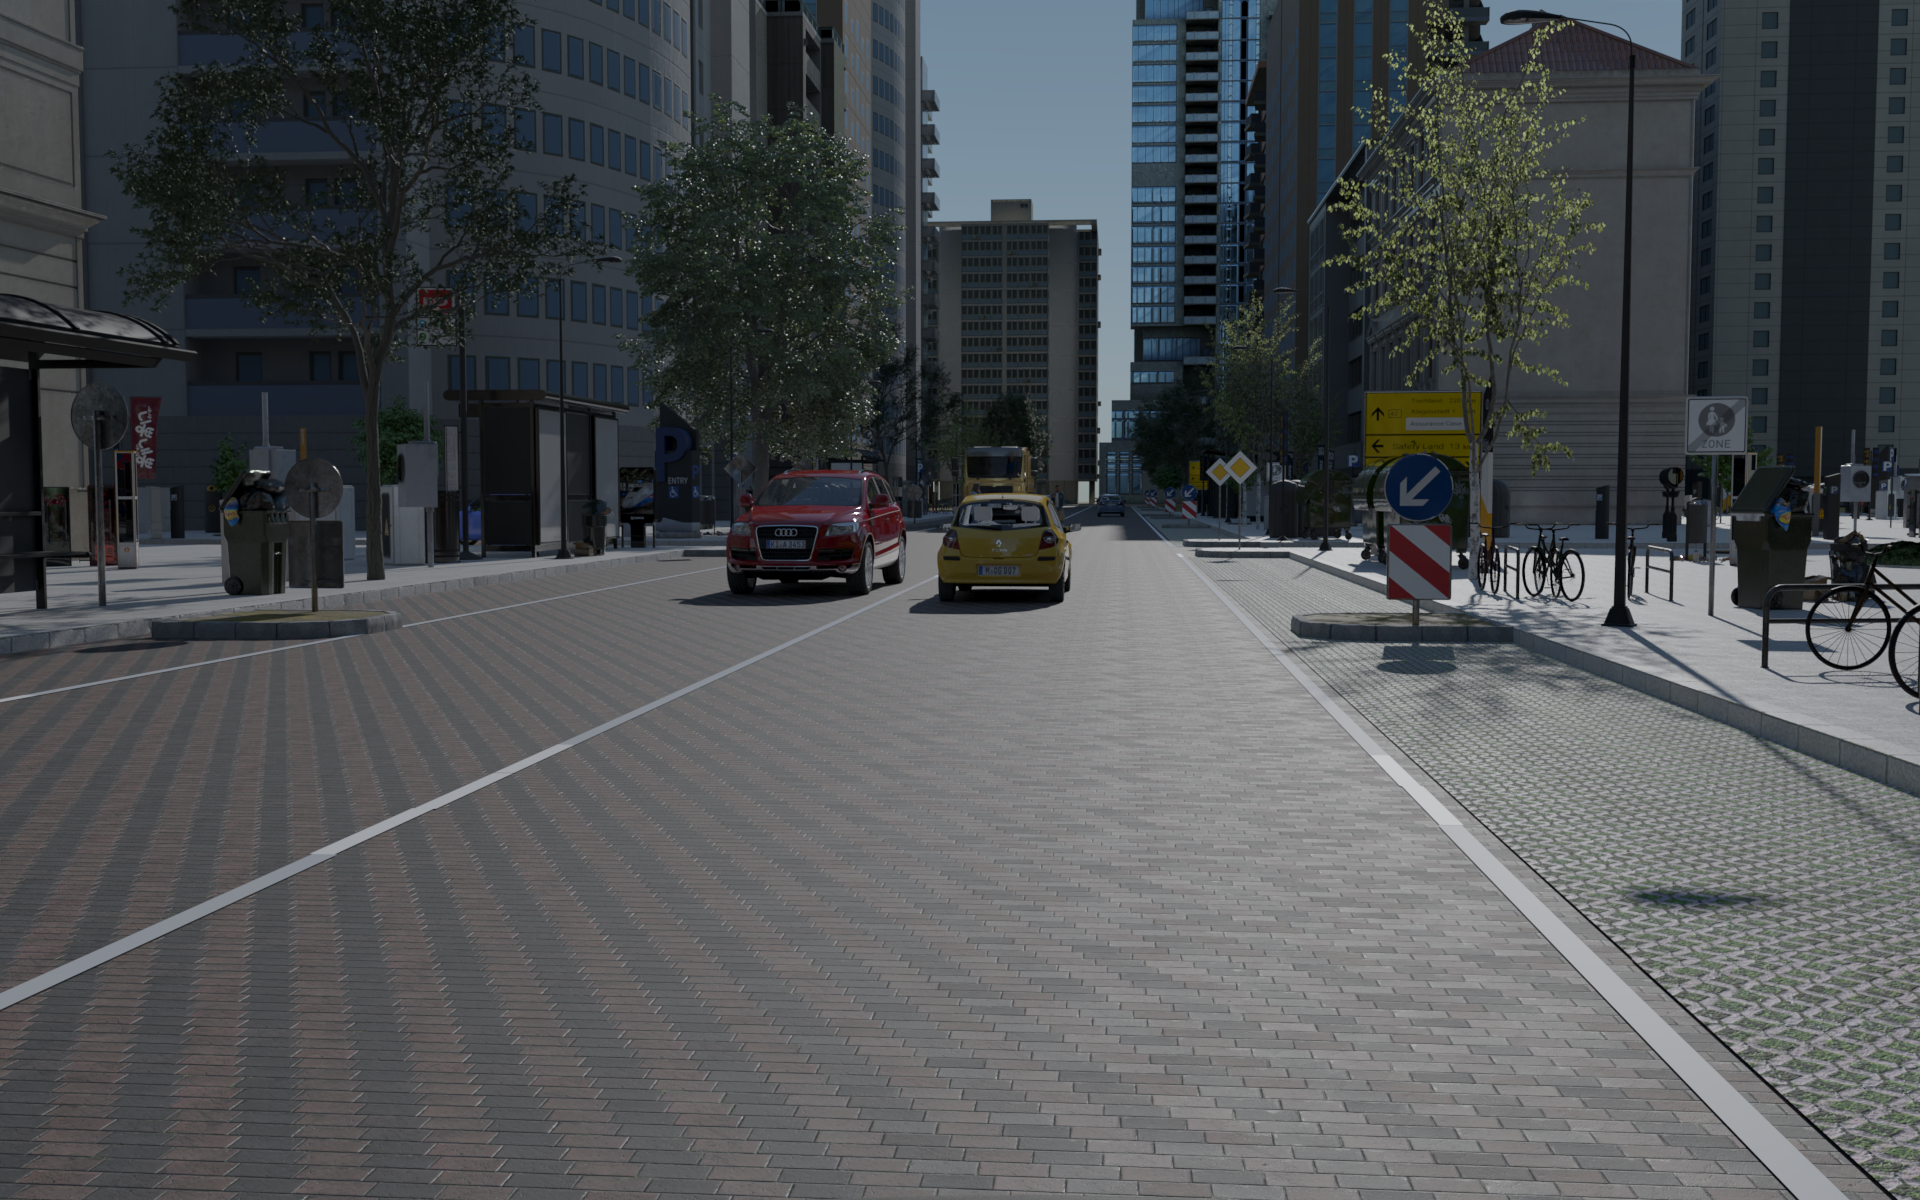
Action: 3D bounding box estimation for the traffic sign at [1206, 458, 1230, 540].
[{"bbox_3d":[7.176,-2.704,47.858,0.795,2.450,0.064,0,4,5],"label":"traffic sign"}]

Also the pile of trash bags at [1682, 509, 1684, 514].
[{"bbox_3d":[46.486,-6.308,112.884,1.912,1.369,3.447,0,4,-2],"label":"pile of trash bags"}]

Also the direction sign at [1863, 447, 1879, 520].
[{"bbox_3d":[44.384,-5.654,84.445,0.379,3.537,0.876,-1,4,-20],"label":"direction sign"}]

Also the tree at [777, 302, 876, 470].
[{"bbox_3d":[-5.424,-6.979,64.462,4.737,8.622,4.395,0,3,0],"label":"tree"}]

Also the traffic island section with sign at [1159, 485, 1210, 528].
[{"bbox_3d":[9.489,-3.922,72.758,1.989,1.847,2.006,0,4,5],"label":"traffic island section with sign"}]

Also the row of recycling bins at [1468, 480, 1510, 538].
[{"bbox_3d":[15.493,-2.760,52.238,1.069,1.692,3.534,-1,4,-8],"label":"row of recycling bins"}]

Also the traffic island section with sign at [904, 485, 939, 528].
[{"bbox_3d":[-1.909,-3.966,73.478,1.989,1.847,2.006,0,4,5],"label":"traffic island section with sign"}]

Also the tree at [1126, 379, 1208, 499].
[{"bbox_3d":[23.360,-17.582,194.123,9.857,13.997,8.962,0,3,0],"label":"tree"}]

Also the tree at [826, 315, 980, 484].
[{"bbox_3d":[-3.568,-9.348,87.249,8.767,10.594,7.601,0,3,0],"label":"tree"}]

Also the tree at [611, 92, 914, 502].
[{"bbox_3d":[-6.386,-9.154,56.317,9.857,13.997,8.962,0,3,0],"label":"tree"}]

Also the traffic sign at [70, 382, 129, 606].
[{"bbox_3d":[-9.835,-1.204,19.788,0.768,2.556,0.104,1,4,14],"label":"traffic sign"}]

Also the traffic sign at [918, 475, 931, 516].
[{"bbox_3d":[-2.088,-6.191,102.404,0.795,2.450,0.064,0,4,8],"label":"traffic sign"}]

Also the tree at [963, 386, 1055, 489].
[{"bbox_3d":[5.407,-16.340,184.174,9.611,12.733,9.660,0,3,0],"label":"tree"}]

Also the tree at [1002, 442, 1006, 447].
[{"bbox_3d":[1.585,-11.822,143.644,4.737,8.622,4.395,0,3,0],"label":"tree"}]

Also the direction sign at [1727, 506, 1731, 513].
[{"bbox_3d":[51.497,-7.575,115.844,0.379,3.537,0.876,0,4,-7],"label":"direction sign"}]

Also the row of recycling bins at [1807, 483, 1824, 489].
[{"bbox_3d":[39.497,-4.441,79.730,1.069,1.692,3.534,1,4,18],"label":"row of recycling bins"}]

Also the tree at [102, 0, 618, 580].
[{"bbox_3d":[-8.888,-5.558,25.289,8.767,10.594,7.601,1,4,21],"label":"tree"}]

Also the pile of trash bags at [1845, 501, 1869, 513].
[{"bbox_3d":[60.341,-6.502,116.062,1.912,1.369,3.447,2,4,26],"label":"pile of trash bags"}]

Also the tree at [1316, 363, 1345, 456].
[{"bbox_3d":[19.036,-8.891,95.723,4.737,8.622,4.395,0,3,0],"label":"tree"}]

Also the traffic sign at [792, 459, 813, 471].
[{"bbox_3d":[-4.468,-2.771,48.944,0.795,2.450,0.064,0,4,5],"label":"traffic sign"}]

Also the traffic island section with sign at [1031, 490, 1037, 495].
[{"bbox_3d":[7.667,-10.343,177.730,1.989,1.847,2.006,0,4,5],"label":"traffic island section with sign"}]

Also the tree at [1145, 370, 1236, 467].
[{"bbox_3d":[17.316,-12.001,130.622,7.601,10.594,8.767,-2,4,-25],"label":"tree"}]

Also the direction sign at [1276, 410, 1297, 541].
[{"bbox_3d":[8.843,-3.387,47.369,0.379,3.537,0.876,0,4,-2],"label":"direction sign"}]

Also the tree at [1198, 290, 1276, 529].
[{"bbox_3d":[11.185,-6.910,63.344,4.360,8.622,3.978,0,3,0],"label":"tree"}]

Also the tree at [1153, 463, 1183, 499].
[{"bbox_3d":[20.605,-11.474,171.307,4.285,4.588,4.351,0,3,0],"label":"tree"}]

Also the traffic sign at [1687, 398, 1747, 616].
[{"bbox_3d":[7.930,-0.984,18.224,0.606,2.300,0.079,1,4,13],"label":"traffic sign"}]

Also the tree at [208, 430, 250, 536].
[{"bbox_3d":[-22.312,-3.561,52.829,1.663,3.219,1.824,0,3,0],"label":"tree"}]

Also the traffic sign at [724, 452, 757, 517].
[{"bbox_3d":[-5.198,-2.284,40.992,0.795,2.450,0.064,0,4,5],"label":"traffic sign"}]

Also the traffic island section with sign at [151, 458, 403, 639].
[{"bbox_3d":[-6.996,-0.581,18.120,1.989,1.847,2.006,0,4,5],"label":"traffic island section with sign"}]

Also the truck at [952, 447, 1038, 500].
[{"bbox_3d":[1.681,-4.736,73.359,3.469,3.379,9.791,0,4,5],"label":"truck"}]

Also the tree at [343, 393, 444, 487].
[{"bbox_3d":[-18.220,-4.429,56.132,4.285,4.588,4.351,0,3,0],"label":"tree"}]

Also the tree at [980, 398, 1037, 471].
[{"bbox_3d":[4.076,-14.278,167.859,7.601,10.594,8.767,2,4,28],"label":"tree"}]

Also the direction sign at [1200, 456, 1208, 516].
[{"bbox_3d":[14.392,-6.746,102.296,0.379,3.537,0.876,3,4,38],"label":"direction sign"}]

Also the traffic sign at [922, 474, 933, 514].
[{"bbox_3d":[-2.090,-6.605,108.095,0.768,2.556,0.104,1,4,10],"label":"traffic sign"}]

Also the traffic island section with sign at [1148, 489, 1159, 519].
[{"bbox_3d":[11.956,-5.564,99.600,1.989,1.847,2.006,0,4,5],"label":"traffic island section with sign"}]

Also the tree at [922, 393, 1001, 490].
[{"bbox_3d":[-0.511,-10.578,123.304,4.737,8.622,4.395,0,3,0],"label":"tree"}]

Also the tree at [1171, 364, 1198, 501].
[{"bbox_3d":[13.232,-8.169,83.920,4.360,8.622,3.978,0,3,0],"label":"tree"}]

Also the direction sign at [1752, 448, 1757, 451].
[{"bbox_3d":[39.081,-5.750,86.016,0.379,3.537,0.876,-3,4,-38],"label":"direction sign"}]

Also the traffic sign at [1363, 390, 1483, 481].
[{"bbox_3d":[9.075,-2.456,34.026,2.265,3.308,0.079,1,4,9],"label":"traffic sign"}]

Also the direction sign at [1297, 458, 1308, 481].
[{"bbox_3d":[21.745,-7.227,110.154,0.876,3.537,0.379,3,5,43],"label":"direction sign"}]

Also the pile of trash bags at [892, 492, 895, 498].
[{"bbox_3d":[-4.205,-4.622,85.322,1.912,1.369,3.447,2,4,29],"label":"pile of trash bags"}]

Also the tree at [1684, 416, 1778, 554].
[{"bbox_3d":[16.778,-2.610,37.275,1.663,3.219,1.824,0,3,0],"label":"tree"}]

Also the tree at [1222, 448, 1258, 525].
[{"bbox_3d":[11.916,-4.798,73.052,1.663,3.219,1.824,0,3,0],"label":"tree"}]

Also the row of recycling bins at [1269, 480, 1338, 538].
[{"bbox_3d":[10.304,-2.734,51.806,1.069,1.692,3.534,3,5,39],"label":"row of recycling bins"}]

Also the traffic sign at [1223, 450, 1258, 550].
[{"bbox_3d":[6.445,-2.218,39.906,0.795,2.450,0.064,0,4,5],"label":"traffic sign"}]

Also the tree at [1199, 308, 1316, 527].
[{"bbox_3d":[11.279,-7.196,68.016,4.737,8.622,4.395,0,3,0],"label":"tree"}]

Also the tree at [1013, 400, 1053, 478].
[{"bbox_3d":[6.963,-16.983,195.801,7.486,12.596,7.792,0,3,0],"label":"tree"}]

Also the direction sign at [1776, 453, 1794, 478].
[{"bbox_3d":[45.954,-6.394,96.540,0.876,3.537,0.379,3,4,39],"label":"direction sign"}]

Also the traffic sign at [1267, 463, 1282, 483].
[{"bbox_3d":[10.305,-3.327,56.523,0.606,2.300,0.079,1,4,9],"label":"traffic sign"}]

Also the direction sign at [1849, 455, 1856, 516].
[{"bbox_3d":[51.376,-6.583,99.628,0.379,3.537,0.876,3,4,37],"label":"direction sign"}]

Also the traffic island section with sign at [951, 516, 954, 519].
[{"bbox_3d":[0.552,-5.608,100.321,1.989,1.847,2.006,0,4,5],"label":"traffic island section with sign"}]

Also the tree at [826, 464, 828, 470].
[{"bbox_3d":[-6.933,-6.168,95.442,1.663,3.219,1.824,0,3,0],"label":"tree"}]

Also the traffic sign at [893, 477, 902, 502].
[{"bbox_3d":[-3.775,-6.261,104.495,0.606,2.300,0.079,1,4,10],"label":"traffic sign"}]

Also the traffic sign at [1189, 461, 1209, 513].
[{"bbox_3d":[15.137,-6.854,105.935,2.265,3.308,0.079,1,4,14],"label":"traffic sign"}]

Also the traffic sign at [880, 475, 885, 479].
[{"bbox_3d":[-4.288,-5.695,95.236,0.606,2.300,0.079,0,4,6],"label":"traffic sign"}]

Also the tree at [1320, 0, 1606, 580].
[{"bbox_3d":[7.558,-4.595,25.492,4.360,8.622,3.978,0,3,0],"label":"tree"}]

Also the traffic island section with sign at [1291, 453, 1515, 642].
[{"bbox_3d":[4.429,-0.551,17.644,1.989,1.847,2.006,0,4,5],"label":"traffic island section with sign"}]

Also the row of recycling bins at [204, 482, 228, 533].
[{"bbox_3d":[-23.502,-3.032,56.686,3.534,1.692,1.069,3,4,36],"label":"row of recycling bins"}]
